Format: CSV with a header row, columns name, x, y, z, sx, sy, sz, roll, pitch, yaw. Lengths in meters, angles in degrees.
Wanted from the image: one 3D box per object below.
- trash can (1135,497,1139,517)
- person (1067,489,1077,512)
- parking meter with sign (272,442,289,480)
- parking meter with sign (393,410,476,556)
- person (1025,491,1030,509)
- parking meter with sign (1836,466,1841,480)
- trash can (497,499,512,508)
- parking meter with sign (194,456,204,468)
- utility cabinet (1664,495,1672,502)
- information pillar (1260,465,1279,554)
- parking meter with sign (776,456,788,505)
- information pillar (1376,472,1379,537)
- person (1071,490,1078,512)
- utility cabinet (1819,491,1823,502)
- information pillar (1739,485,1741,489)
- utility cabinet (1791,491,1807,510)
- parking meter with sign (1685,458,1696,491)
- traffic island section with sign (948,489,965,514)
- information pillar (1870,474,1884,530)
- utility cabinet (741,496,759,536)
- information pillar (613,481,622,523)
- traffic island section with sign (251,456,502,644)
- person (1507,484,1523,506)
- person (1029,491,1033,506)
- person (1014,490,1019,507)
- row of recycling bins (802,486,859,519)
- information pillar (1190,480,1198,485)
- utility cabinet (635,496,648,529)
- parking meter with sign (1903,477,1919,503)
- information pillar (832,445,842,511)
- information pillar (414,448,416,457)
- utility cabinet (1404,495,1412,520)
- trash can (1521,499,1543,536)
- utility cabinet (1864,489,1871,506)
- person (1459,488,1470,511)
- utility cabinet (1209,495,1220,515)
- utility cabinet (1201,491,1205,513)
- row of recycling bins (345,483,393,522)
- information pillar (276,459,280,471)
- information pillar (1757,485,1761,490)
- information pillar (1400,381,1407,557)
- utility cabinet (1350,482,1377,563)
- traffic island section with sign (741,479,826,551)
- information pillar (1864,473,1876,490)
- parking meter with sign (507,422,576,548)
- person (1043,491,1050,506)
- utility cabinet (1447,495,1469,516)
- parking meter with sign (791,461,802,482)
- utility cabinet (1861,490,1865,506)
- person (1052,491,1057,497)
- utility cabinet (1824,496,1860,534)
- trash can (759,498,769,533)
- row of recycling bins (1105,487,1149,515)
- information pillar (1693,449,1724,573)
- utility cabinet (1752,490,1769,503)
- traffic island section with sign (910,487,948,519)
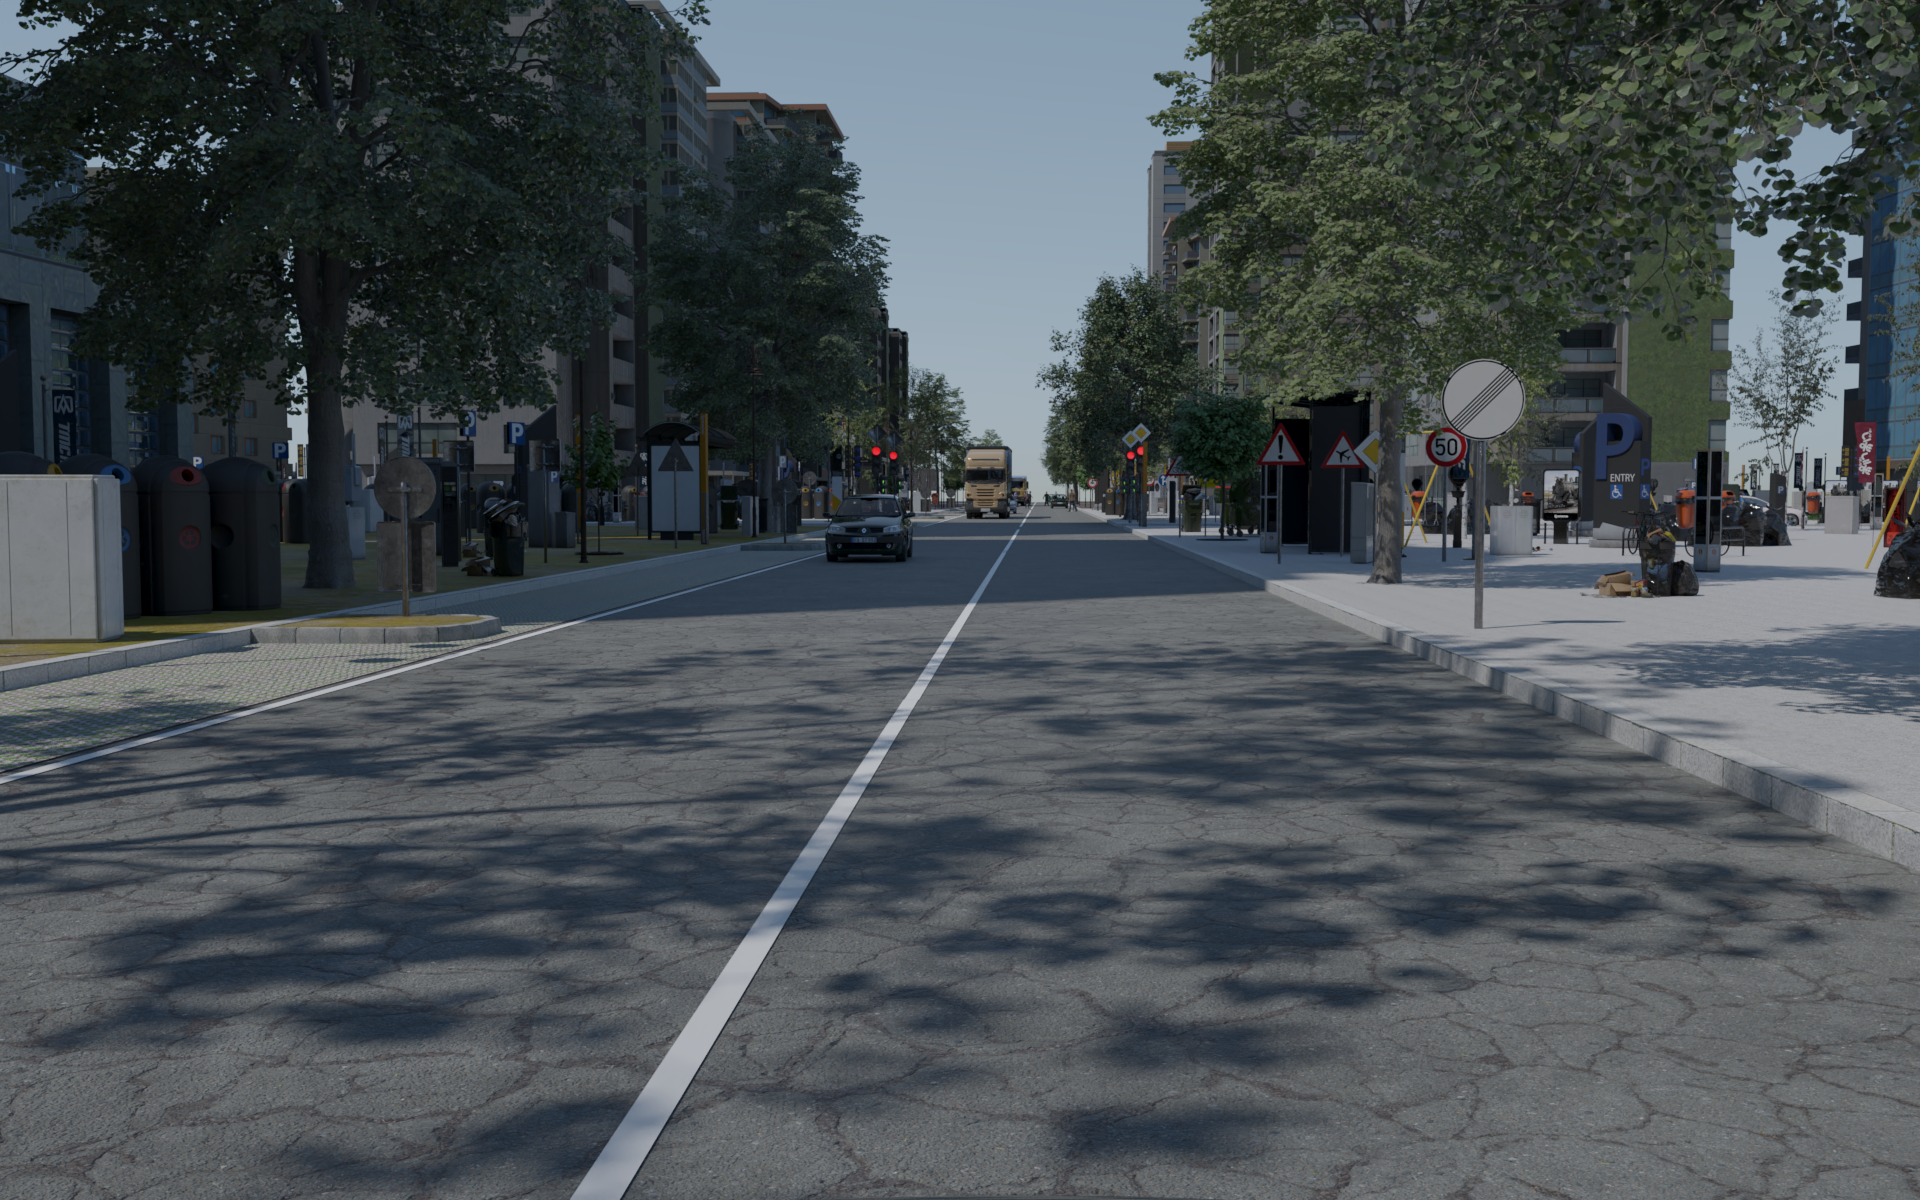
name,x,y,z,sx,sy,sz,roll,pitch,yaw
trash can,9.483,-5.037,94.016,0.748,1.137,0.748,0,3,0
person,9.101,-8.052,140.063,0.836,1.842,0.656,2,4,32
parking meter with sign,-22.954,-3.752,57.605,0.543,3.016,1.738,0,4,4
parking meter with sign,-11.015,-2.442,36.185,1.738,3.016,0.543,1,4,13
person,6.685,-9.920,171.226,0.617,1.759,0.750,0,4,-4
parking meter with sign,55.502,-6.864,108.482,0.543,3.016,1.738,0,4,2
trash can,-31.096,-6.481,117.618,0.748,1.137,0.748,0,3,0
parking meter with sign,-35.406,-5.191,81.126,0.543,3.016,1.738,0,4,-5
utility cabinet,47.573,-6.494,117.333,0.306,1.237,1.020,-1,4,-12
information pillar,6.683,-2.013,37.410,0.304,2.012,0.304,-1,4,-11
parking meter with sign,-8.613,-5.006,78.103,1.738,3.016,0.543,-3,5,-43
information pillar,11.726,-2.661,47.992,0.304,2.012,0.304,0,4,4
person,9.349,-8.106,141.615,0.643,1.750,0.593,0,4,-1
utility cabinet,71.777,-8.256,143.664,1.173,1.500,0.318,-1,4,-16
information pillar,65.792,-8.684,146.468,0.304,2.012,0.304,0,4,3
utility cabinet,69.548,-8.250,143.563,1.173,1.500,0.318,-1,4,-12
parking meter with sign,35.840,-5.415,84.791,0.543,3.016,1.738,0,4,5
traffic island section with sign,-0.626,-7.226,126.777,1.989,1.847,2.006,0,4,3
information pillar,32.950,-3.533,62.258,0.304,2.012,0.304,0,4,5
utility cabinet,-6.533,-2.620,53.998,0.306,1.237,1.020,1,4,8
information pillar,-15.368,-4.470,77.582,0.304,2.012,0.304,1,4,10
traffic island section with sign,-5.738,-0.536,17.395,1.989,1.847,2.006,0,4,3
person,23.024,-3.887,71.823,0.659,1.850,0.755,1,4,14
person,8.741,-12.622,214.863,0.705,1.824,1.348,-1,4,-18
person,6.242,-11.076,189.455,0.599,1.838,0.709,2,4,32
row of recycling bins,-6.726,-4.986,88.641,3.534,1.692,1.069,2,4,25
information pillar,12.513,-5.396,92.709,0.304,2.012,0.304,-3,5,-44
utility cabinet,-11.313,-3.175,63.065,1.020,1.237,0.306,-1,4,-11
parking meter with sign,69.681,-7.982,126.771,1.738,3.016,0.543,0,4,-8
information pillar,-5.808,-5.550,82.101,0.504,3.616,0.183,0,4,-3
information pillar,-27.671,-5.905,87.894,0.183,3.616,0.504,0,4,-1
utility cabinet,21.973,-4.571,85.904,1.020,1.237,0.306,-2,4,-29
trash can,17.556,-2.549,53.333,0.748,1.137,0.748,0,3,0
utility cabinet,58.549,-6.227,110.493,1.173,1.500,0.318,1,4,20
person,20.993,-3.872,72.234,0.576,1.772,0.534,2,4,29
utility cabinet,15.609,-5.793,105.881,0.306,1.237,1.020,3,5,40
utility cabinet,16.822,-7.083,124.484,1.173,1.500,0.318,2,4,32
row of recycling bins,-22.919,-3.634,66.533,1.069,1.692,3.534,3,5,41
information pillar,-39.840,-6.728,101.354,0.183,3.616,0.504,0,4,5
information pillar,64.936,-8.337,140.800,0.304,2.012,0.304,2,4,24
information pillar,8.781,-2.667,34.966,0.504,3.616,0.183,-1,4,-22
utility cabinet,7.563,-1.449,32.371,0.318,1.500,1.173,1,4,22
traffic island section with sign,-4.483,-2.183,44.321,1.989,1.847,2.006,0,4,3
information pillar,42.992,-5.535,81.859,0.183,3.616,0.504,-3,4,-36
parking meter with sign,-10.009,-2.772,41.582,1.738,3.016,0.543,2,4,28
person,10.474,-12.260,209.500,0.990,1.755,0.434,1,4,19
utility cabinet,23.861,-4.394,82.998,1.020,1.237,0.306,1,4,16
parking meter with sign,-9.325,-5.866,92.175,1.738,3.016,0.543,-1,4,-12
utility cabinet,74.079,-8.251,143.579,0.318,1.500,1.173,-3,5,-43
person,12.653,-13.442,228.351,1.350,1.814,0.705,0,4,-8
utility cabinet,28.245,-2.710,55.469,0.306,1.237,1.020,-2,4,-26
trash can,-6.651,-2.778,57.070,0.748,1.137,0.748,0,3,0
row of recycling bins,10.024,-5.949,104.375,1.069,1.692,3.534,-2,4,-33
information pillar,12.277,-1.463,28.417,0.304,2.012,0.304,-1,4,-22
utility cabinet,43.933,-5.267,94.787,1.173,1.500,0.318,-1,4,-11
traffic island section with sign,-1.900,-5.548,99.334,1.989,1.847,2.006,0,4,3
